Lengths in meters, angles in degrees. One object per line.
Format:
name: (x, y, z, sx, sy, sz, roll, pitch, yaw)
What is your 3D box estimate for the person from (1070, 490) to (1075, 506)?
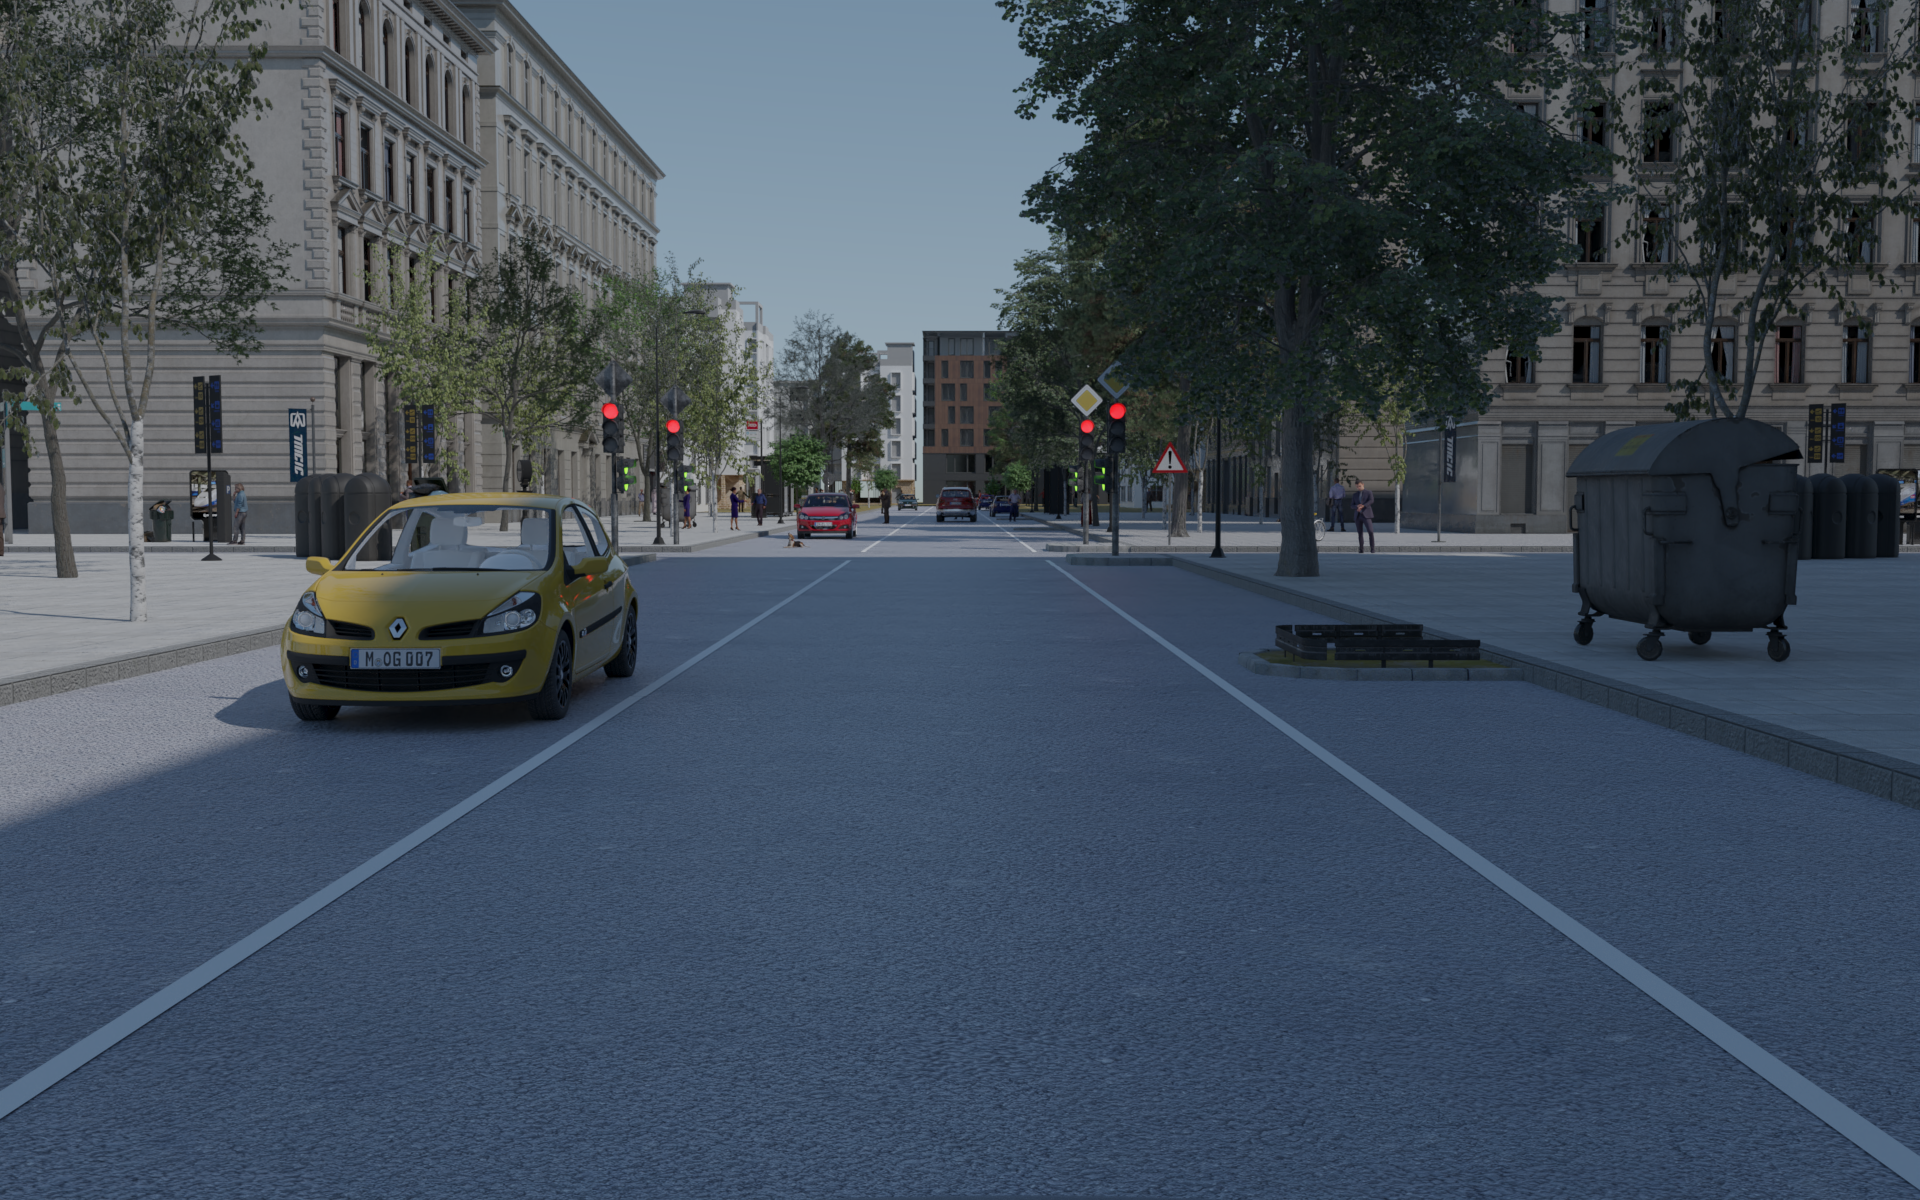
person: (12.256, -11.031, 187.200, 0.742, 1.727, 0.445, 1, 4, 13)

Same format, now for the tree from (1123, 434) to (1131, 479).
tree: (10.037, -9.595, 107.246, 4.360, 8.622, 3.978, 0, 3, 0)

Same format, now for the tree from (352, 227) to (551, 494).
tree: (-14.872, -5.998, 48.426, 4.737, 8.622, 4.395, 0, 3, 0)

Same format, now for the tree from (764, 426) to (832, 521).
tree: (-7.834, -6.140, 84.100, 4.285, 4.588, 4.351, 0, 3, 0)

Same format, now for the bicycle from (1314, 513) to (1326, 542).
bicycle: (9.351, -2.036, 46.508, 1.543, 0.972, 0.635, -3, 4, -39)

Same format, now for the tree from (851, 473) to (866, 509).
tree: (-9.214, -9.741, 153.863, 1.663, 3.219, 1.824, 0, 3, 0)

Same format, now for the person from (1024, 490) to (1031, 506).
person: (7.374, -11.219, 190.028, 0.990, 1.755, 0.434, -3, 4, -37)

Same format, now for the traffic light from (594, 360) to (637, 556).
traffic light: (-7.148, -2.851, 35.858, 0.839, 4.213, 0.868, 0, 4, 0)

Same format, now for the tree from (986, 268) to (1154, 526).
tree: (5.431, -8.248, 69.275, 8.767, 10.594, 7.601, 0, 4, -5)

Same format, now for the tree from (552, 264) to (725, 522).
tree: (-14.592, -9.419, 79.764, 9.928, 11.665, 9.643, 0, 3, 0)

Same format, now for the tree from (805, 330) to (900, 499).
tree: (-8.428, -13.874, 134.266, 7.806, 13.903, 7.818, 0, 3, 0)

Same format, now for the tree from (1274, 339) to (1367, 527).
tree: (13.899, -7.139, 67.078, 4.360, 8.622, 3.978, 0, 3, 0)

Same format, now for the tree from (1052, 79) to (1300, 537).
tree: (6.720, -8.786, 51.074, 7.806, 13.903, 7.818, 0, 3, 0)

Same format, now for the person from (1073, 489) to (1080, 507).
person: (11.170, -9.797, 166.239, 0.705, 1.822, 1.348, 2, 4, 30)

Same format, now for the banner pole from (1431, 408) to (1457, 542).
banner pole: (12.837, -3.410, 45.778, 0.401, 3.779, 0.863, -2, 4, -24)

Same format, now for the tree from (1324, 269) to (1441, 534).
tree: (13.955, -6.458, 55.952, 4.737, 8.622, 4.395, 0, 3, 0)

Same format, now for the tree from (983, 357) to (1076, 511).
tree: (5.598, -12.440, 129.150, 9.928, 11.665, 9.643, 0, 3, 0)

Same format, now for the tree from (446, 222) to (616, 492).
tree: (-15.328, -7.628, 59.130, 7.601, 10.594, 8.767, 0, 4, 2)

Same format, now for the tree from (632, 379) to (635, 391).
tree: (-11.777, -7.476, 72.587, 4.737, 8.622, 4.395, 0, 3, 0)

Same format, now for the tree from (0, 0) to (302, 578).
tree: (-13.962, -5.626, 26.404, 7.601, 10.594, 8.767, 2, 4, 30)

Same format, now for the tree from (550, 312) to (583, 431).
tree: (-16.398, -7.123, 66.815, 4.737, 8.622, 4.395, 0, 3, 0)

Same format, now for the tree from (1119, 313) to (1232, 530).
tree: (7.388, -6.871, 62.704, 4.737, 8.622, 4.395, 0, 3, 0)

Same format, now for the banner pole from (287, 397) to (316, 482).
banner pole: (-16.880, -3.342, 44.651, 0.863, 3.779, 0.401, -3, 5, -40)

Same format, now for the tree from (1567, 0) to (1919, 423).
tree: (7.985, -4.098, 17.373, 4.360, 8.622, 3.978, 0, 3, 0)

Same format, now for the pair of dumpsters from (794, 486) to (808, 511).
pair of dumpsters: (-10.047, -6.182, 103.575, 1.574, 2.255, 4.436, 0, 3, 0)

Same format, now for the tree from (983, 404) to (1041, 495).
tree: (5.920, -16.744, 195.827, 6.751, 12.117, 7.091, 0, 3, 0)

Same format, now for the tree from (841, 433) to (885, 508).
tree: (-8.672, -12.862, 160.648, 4.737, 8.622, 4.395, 0, 3, 0)

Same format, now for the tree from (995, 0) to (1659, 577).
tree: (5.380, -7.338, 26.636, 9.857, 13.997, 8.962, 0, 3, 0)

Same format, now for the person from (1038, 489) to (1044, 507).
person: (8.389, -10.229, 173.229, 1.348, 1.831, 0.705, -1, 4, -20)

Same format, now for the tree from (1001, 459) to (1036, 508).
tree: (5.789, -11.515, 171.978, 4.285, 4.588, 4.351, 0, 3, 0)

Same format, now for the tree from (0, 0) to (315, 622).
tree: (-8.487, -4.094, 17.293, 4.360, 8.622, 3.978, 0, 3, 0)

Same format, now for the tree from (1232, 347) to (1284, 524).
tree: (12.546, -7.518, 73.279, 4.737, 8.622, 4.395, 0, 3, 0)

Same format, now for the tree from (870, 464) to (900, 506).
tree: (-8.299, -12.640, 190.375, 4.285, 4.588, 4.351, 0, 3, 0)

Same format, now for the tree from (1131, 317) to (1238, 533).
tree: (8.025, -6.569, 57.762, 4.360, 8.622, 3.978, 0, 3, 0)

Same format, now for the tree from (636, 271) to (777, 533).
tree: (-8.072, -6.523, 57.010, 4.737, 8.622, 4.395, 0, 3, 0)

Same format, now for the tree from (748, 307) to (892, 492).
tree: (-8.947, -12.477, 114.367, 12.009, 13.543, 11.850, 0, 3, 0)

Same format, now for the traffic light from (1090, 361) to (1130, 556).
traffic light: (3.213, -2.855, 35.916, 0.839, 4.213, 0.868, 0, 4, 0)

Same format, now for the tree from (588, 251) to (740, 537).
tree: (-8.816, -6.191, 51.584, 4.360, 8.622, 3.978, 0, 3, 0)

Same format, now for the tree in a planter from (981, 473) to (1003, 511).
tree in a planter: (2.788, -9.084, 145.738, 1.991, 3.239, 1.994, 0, 4, 0)

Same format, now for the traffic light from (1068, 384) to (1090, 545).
traffic light: (3.180, -3.343, 43.901, 0.839, 4.213, 0.868, 0, 4, 0)

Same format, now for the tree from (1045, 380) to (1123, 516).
tree: (6.284, -9.164, 100.199, 4.360, 8.622, 3.978, 0, 3, 0)
